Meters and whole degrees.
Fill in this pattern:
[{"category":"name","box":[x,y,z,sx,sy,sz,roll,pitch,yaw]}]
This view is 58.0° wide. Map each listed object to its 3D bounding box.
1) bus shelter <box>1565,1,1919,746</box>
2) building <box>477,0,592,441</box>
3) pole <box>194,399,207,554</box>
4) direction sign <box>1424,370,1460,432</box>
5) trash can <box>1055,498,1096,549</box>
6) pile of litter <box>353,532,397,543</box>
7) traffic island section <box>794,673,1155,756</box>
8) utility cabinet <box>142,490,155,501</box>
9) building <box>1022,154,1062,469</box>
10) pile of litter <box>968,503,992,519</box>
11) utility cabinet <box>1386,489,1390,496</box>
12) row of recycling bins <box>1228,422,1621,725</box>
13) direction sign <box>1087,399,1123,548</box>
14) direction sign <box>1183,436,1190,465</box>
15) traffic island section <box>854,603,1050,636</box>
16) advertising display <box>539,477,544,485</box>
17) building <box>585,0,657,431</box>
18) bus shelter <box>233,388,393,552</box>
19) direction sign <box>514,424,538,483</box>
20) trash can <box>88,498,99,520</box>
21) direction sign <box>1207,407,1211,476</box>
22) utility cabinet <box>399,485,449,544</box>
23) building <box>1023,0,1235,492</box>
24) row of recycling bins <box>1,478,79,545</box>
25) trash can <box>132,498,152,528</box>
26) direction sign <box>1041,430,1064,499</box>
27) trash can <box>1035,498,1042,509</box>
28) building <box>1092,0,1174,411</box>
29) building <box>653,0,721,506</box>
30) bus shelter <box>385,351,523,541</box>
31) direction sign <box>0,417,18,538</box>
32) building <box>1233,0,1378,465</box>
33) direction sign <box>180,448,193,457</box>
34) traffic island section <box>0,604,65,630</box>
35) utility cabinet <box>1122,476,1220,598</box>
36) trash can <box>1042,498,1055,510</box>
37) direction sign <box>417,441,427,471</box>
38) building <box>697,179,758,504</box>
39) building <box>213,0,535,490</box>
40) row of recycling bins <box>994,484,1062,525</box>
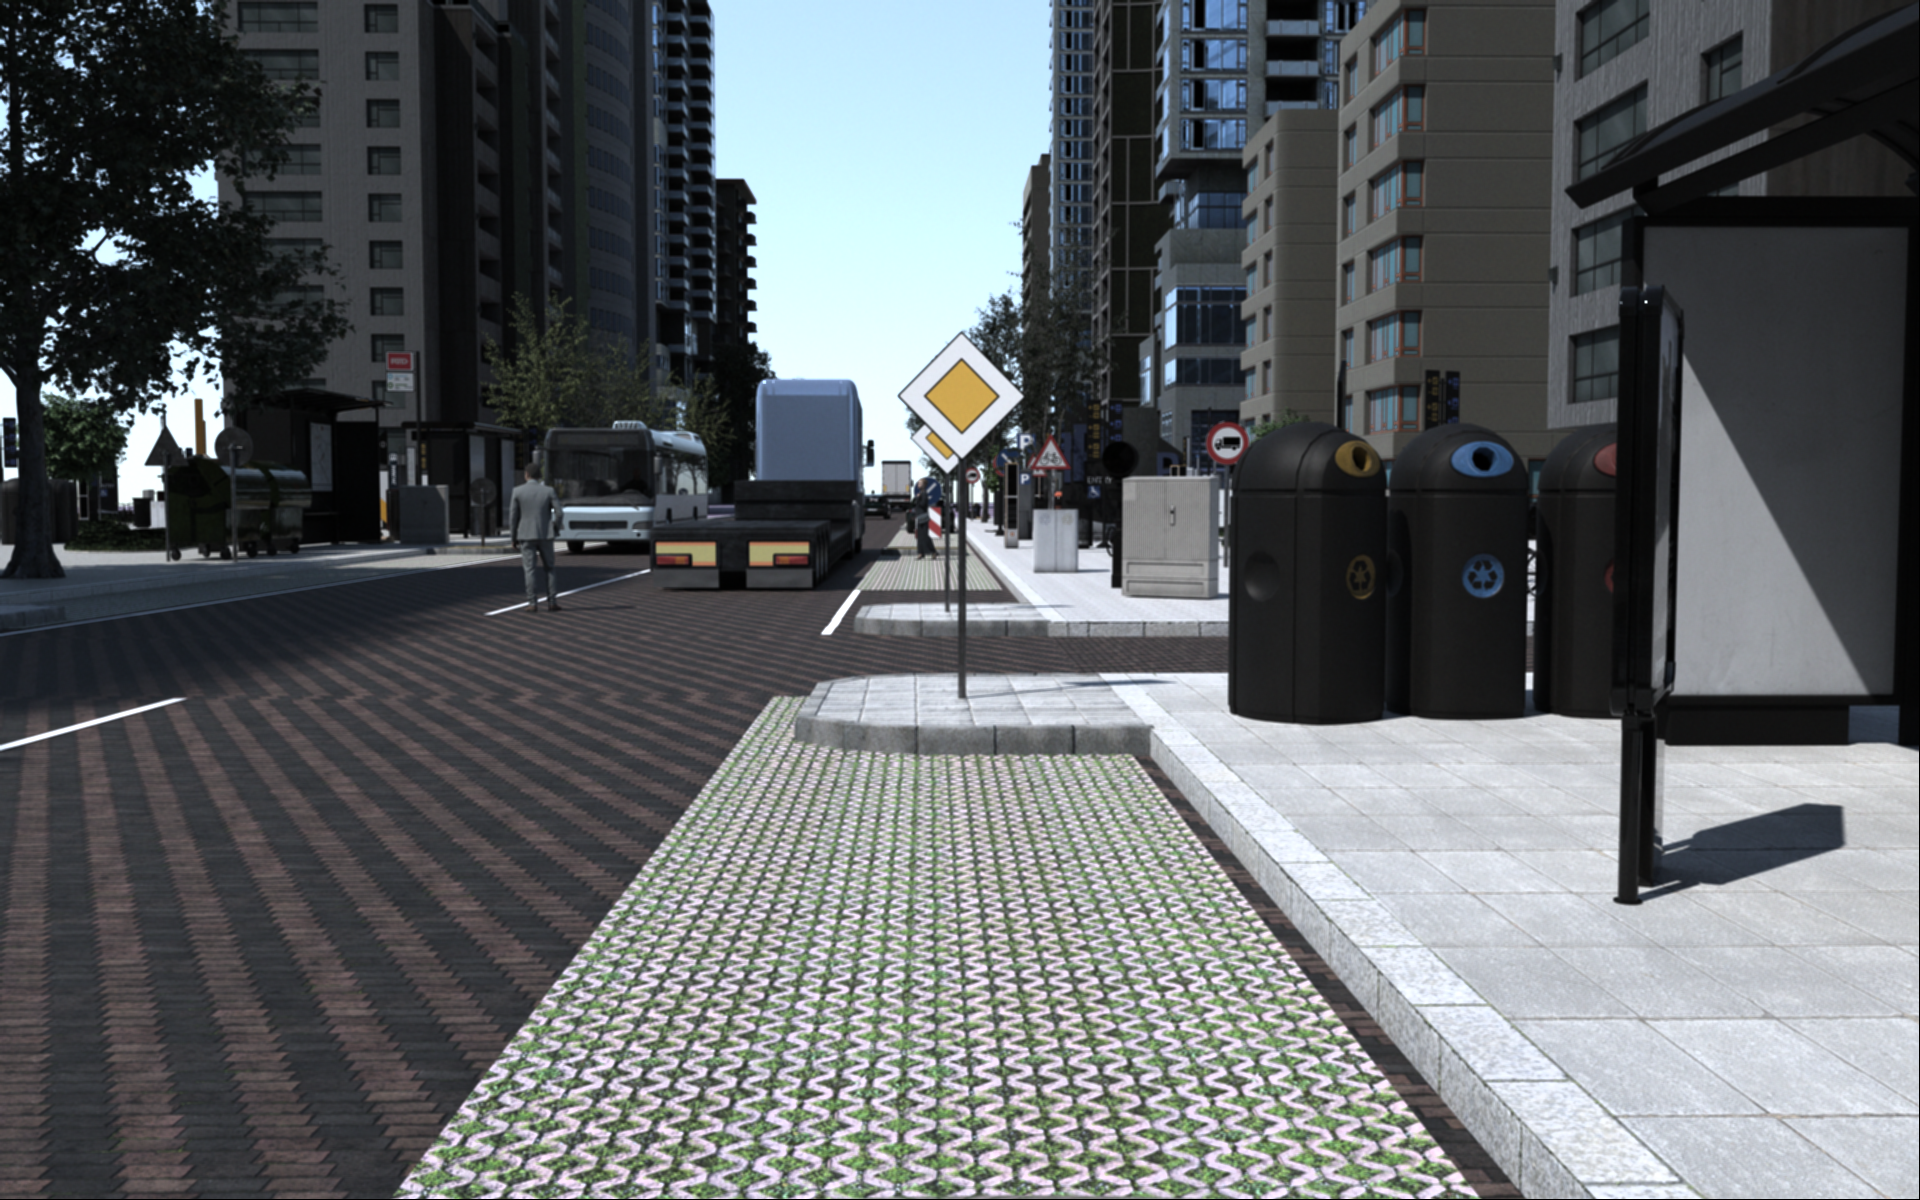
[{"category":"bus shelter","box":[4.179,-0.756,6.286,2.014,3.302,5.546,0,4,-1]},{"category":"building","box":[-33.001,-26.396,115.176,14.154,41.232,14.086,0,4,-1]},{"category":"pole","box":[-16.261,-2.645,37.086,0.158,3.312,0.155,0,3,0]},{"category":"direction sign","box":[8.857,-2.440,31.883,0.876,3.537,0.379,-2,4,-32]},{"category":"trash can","box":[2.812,-1.771,40.610,0.748,1.137,0.748,0,3,0]},{"category":"pile of litter","box":[-15.495,-1.944,45.750,1.176,0.858,1.719,-1,4,-9]},{"category":"traffic island section","box":[0.034,0.697,10.890,2.009,0.180,2.903,0,4,-1]},{"category":"utility cabinet","box":[-39.605,-4.639,84.524,0.318,1.500,1.173,-1,4,-13]},{"category":"building","box":[19.956,-37.852,242.584,21.300,48.544,21.600,0,4,-1]},{"category":"pile of litter","box":[1.092,-4.611,89.357,1.176,0.858,1.719,3,5,45]},{"category":"utility cabinet","box":[12.706,-2.617,51.473,0.318,1.500,1.173,0,4,-3]},{"category":"row of recycling bins","box":[3.330,-0.185,10.142,3.534,1.692,1.069,0,4,-5]},{"category":"direction sign","box":[3.464,-3.031,41.548,0.876,3.537,0.379,-1,4,-10]},{"category":"direction sign","box":[8.884,-4.650,68.027,0.379,3.537,0.876,0,4,-7]},{"category":"traffic island section","box":[-0.116,0.208,18.873,2.009,0.180,2.903,0,4,-1]},{"category":"advertising display","box":[-15.544,-3.707,65.821,0.974,1.923,0.123,-1,4,-16]},{"category":"building","box":[-36.749,-36.338,136.119,21.231,58.520,28.212,0,4,-1]},{"category":"bus shelter","box":[-15.329,-3.066,41.420,1.731,3.624,6.357,0,4,-1]},{"category":"direction sign","box":[-14.145,-3.946,56.520,0.379,3.537,0.876,3,5,40]},{"category":"trash can","box":[-31.883,-3.164,63.380,0.748,1.137,0.748,0,3,0]},{"category":"direction sign","box":[6.532,-3.270,45.461,0.379,3.537,0.876,0,4,4]},{"category":"utility cabinet","box":[-13.611,-2.160,43.991,1.173,1.500,0.318,0,4,1]},{"category":"building","box":[19.846,-55.189,215.003,22.319,86.520,31.000,0,4,-1]},{"category":"row of recycling bins","box":[-24.080,-2.344,45.434,1.069,1.692,3.534,0,4,-7]},{"category":"trash can","box":[-31.093,-3.316,65.866,0.748,1.137,0.748,0,3,0]},{"category":"direction sign","box":[3.303,-4.221,61.009,0.876,3.537,0.379,0,4,-1]},{"category":"trash can","box":[3.092,-3.124,62.727,0.748,1.137,0.748,0,3,0]},{"category":"building","box":[20.301,-43.401,147.853,20.563,71.187,20.611,0,4,-1]},{"category":"building","box":[-39.343,-54.439,202.755,22.319,86.520,31.000,0,4,-1]},{"category":"bus shelter","box":[-15.057,-4.508,51.334,2.179,5.291,8.768,0,4,-1]},{"category":"direction sign","box":[-28.351,-3.622,51.212,0.876,3.537,0.379,-1,4,-19]},{"category":"building","box":[22.263,-49.440,121.015,22.319,86.520,31.000,0,4,-1]},{"category":"direction sign","box":[-37.775,-5.652,84.403,0.379,3.537,0.876,3,4,37]},{"category":"traffic island section","box":[-11.105,0.221,18.673,2.009,0.180,2.903,0,4,-1]},{"category":"utility cabinet","box":[2.586,-0.775,21.353,1.173,1.500,0.318,2,4,32]},{"category":"trash can","box":[3.319,-2.896,58.997,0.748,1.137,0.748,0,3,0]},{"category":"direction sign","box":[-17.754,-4.036,57.989,0.876,3.537,0.379,1,4,12]},{"category":"building","box":[-39.153,-35.449,234.209,22.147,44.769,28.867,0,4,-1]},{"category":"building","box":[-33.480,-20.130,100.831,14.160,30.474,14.107,0,4,-1]},{"category":"row of recycling bins","box":[3.146,-3.930,71.374,3.534,1.692,1.069,0,4,3]}]
